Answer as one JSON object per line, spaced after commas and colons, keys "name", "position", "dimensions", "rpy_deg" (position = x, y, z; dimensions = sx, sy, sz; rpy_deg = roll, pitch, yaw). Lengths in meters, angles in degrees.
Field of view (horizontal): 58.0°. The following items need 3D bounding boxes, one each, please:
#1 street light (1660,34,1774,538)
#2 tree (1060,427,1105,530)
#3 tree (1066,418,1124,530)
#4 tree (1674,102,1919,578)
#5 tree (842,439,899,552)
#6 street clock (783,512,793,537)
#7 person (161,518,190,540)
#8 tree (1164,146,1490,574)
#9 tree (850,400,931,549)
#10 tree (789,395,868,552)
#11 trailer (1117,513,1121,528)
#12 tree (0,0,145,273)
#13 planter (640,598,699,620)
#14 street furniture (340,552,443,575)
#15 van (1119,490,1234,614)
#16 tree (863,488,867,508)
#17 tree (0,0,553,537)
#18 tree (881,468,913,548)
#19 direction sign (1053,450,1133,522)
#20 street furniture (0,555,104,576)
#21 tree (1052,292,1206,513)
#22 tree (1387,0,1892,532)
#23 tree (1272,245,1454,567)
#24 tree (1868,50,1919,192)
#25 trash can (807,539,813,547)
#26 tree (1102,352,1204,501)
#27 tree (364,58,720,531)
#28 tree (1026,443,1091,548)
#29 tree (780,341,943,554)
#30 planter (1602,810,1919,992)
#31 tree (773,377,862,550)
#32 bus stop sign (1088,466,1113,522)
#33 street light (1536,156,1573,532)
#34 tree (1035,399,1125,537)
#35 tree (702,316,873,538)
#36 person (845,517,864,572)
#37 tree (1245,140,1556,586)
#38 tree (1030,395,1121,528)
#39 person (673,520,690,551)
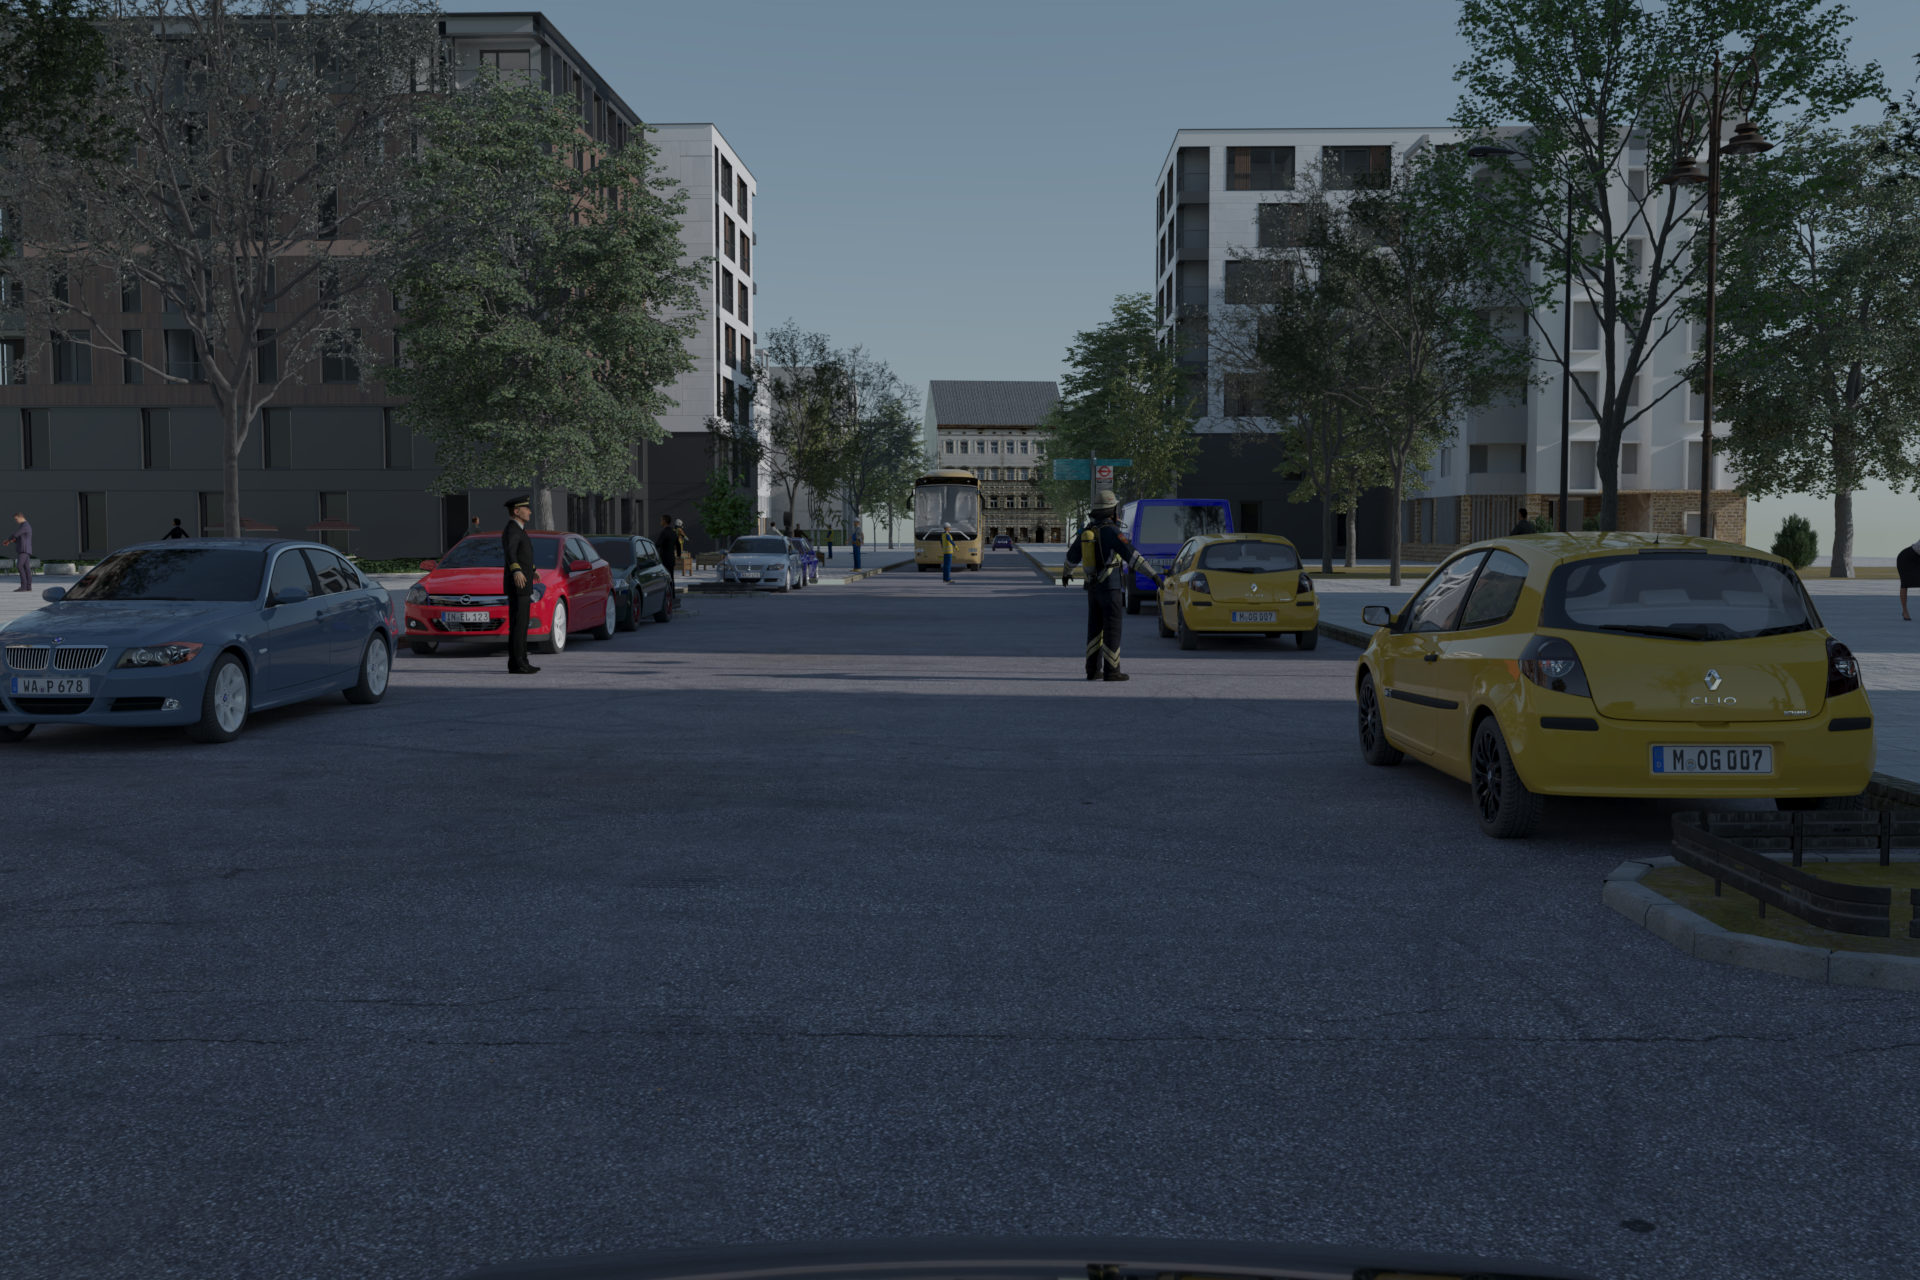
{"name": "street light", "position": [7.224, -2.686, 16.701], "dimensions": [0.468, 5.910, 1.993], "rpy_deg": [0, 4, 1]}
{"name": "tree", "position": [8.975, -10.319, 119.074], "dimensions": [4.737, 8.622, 4.395], "rpy_deg": [0, 3, 0]}
{"name": "tree", "position": [8.432, -9.591, 107.174], "dimensions": [4.737, 8.622, 4.395], "rpy_deg": [0, 3, 0]}
{"name": "tree", "position": [26.011, -8.821, 50.877], "dimensions": [9.857, 13.997, 8.962], "rpy_deg": [0, 3, 0]}
{"name": "tree", "position": [-6.243, -10.635, 124.239], "dimensions": [4.737, 8.622, 4.395], "rpy_deg": [0, 3, 0]}
{"name": "street clock", "position": [-5.558, -3.138, 55.884], "dimensions": [0.358, 2.002, 0.471], "rpy_deg": [0, 4, 2]}
{"name": "person", "position": [-22.754, -2.659, 50.193], "dimensions": [0.721, 1.740, 1.216], "rpy_deg": [1, 4, 22]}
{"name": "tree", "position": [11.836, -8.906, 55.978], "dimensions": [12.009, 13.543, 11.850], "rpy_deg": [0, 3, 0]}
{"name": "tree", "position": [-6.017, -13.928, 145.857], "dimensions": [7.486, 12.596, 7.792], "rpy_deg": [0, 3, 0]}
{"name": "tree", "position": [-7.059, -8.398, 87.676], "dimensions": [4.737, 8.622, 4.395], "rpy_deg": [0, 3, 0]}
{"name": "trailer", "position": [4.376, -2.612, 49.759], "dimensions": [1.471, 1.999, 3.904], "rpy_deg": [0, 4, 2]}
{"name": "tree", "position": [-11.783, -4.976, 15.773], "dimensions": [8.767, 10.594, 7.601], "rpy_deg": [-1, 4, -13]}
{"name": "planter", "position": [-5.593, -0.542, 29.995], "dimensions": [1.991, 0.319, 1.994], "rpy_deg": [0, 4, 1]}
{"name": "street furniture", "position": [-18.116, -2.624, 58.526], "dimensions": [5.734, 0.657, 10.072], "rpy_deg": [-2, 4, -32]}
{"name": "van", "position": [3.930, -1.720, 32.501], "dimensions": [2.240, 2.365, 5.245], "rpy_deg": [0, 4, 1]}
{"name": "tree", "position": [-15.715, -19.713, 240.428], "dimensions": [7.486, 12.596, 7.792], "rpy_deg": [0, 3, 0]}
{"name": "tree", "position": [-11.930, -7.202, 28.123], "dimensions": [12.009, 13.543, 11.850], "rpy_deg": [0, 3, 0]}
{"name": "tree", "position": [-5.452, -12.460, 154.089], "dimensions": [4.360, 8.622, 3.978], "rpy_deg": [0, 3, 0]}
{"name": "direction sign", "position": [4.222, -4.023, 54.532], "dimensions": [2.525, 3.948, 1.411], "rpy_deg": [0, 3, 0]}
{"name": "street furniture", "position": [-28.748, -2.521, 56.838], "dimensions": [5.734, 0.657, 10.072], "rpy_deg": [3, 4, 35]}
{"name": "tree", "position": [7.887, -9.995, 81.552], "dimensions": [7.486, 12.596, 7.792], "rpy_deg": [0, 3, 0]}
{"name": "tree", "position": [10.405, -6.216, 27.385], "dimensions": [9.928, 11.665, 9.643], "rpy_deg": [0, 3, 0]}
{"name": "tree", "position": [15.527, -9.104, 66.971], "dimensions": [7.486, 12.596, 7.792], "rpy_deg": [0, 3, 0]}
{"name": "tree", "position": [9.429, -4.662, 10.641], "dimensions": [8.767, 10.594, 7.601], "rpy_deg": [-1, 4, -14]}
{"name": "trash can", "position": [-4.931, -2.592, 54.031], "dimensions": [0.748, 1.137, 0.748], "rpy_deg": [0, 3, 0]}
{"name": "tree", "position": [7.684, -7.379, 71.010], "dimensions": [4.737, 8.622, 4.395], "rpy_deg": [0, 3, 0]}
{"name": "tree", "position": [-11.373, -8.577, 46.897], "dimensions": [9.857, 13.997, 8.962], "rpy_deg": [0, 3, 0]}
{"name": "tree", "position": [9.597, -13.454, 154.385], "dimensions": [8.767, 10.594, 7.601], "rpy_deg": [1, 4, 22]}
{"name": "tree", "position": [-6.680, -12.297, 111.428], "dimensions": [12.009, 13.543, 11.850], "rpy_deg": [0, 3, 0]}
{"name": "planter", "position": [3.484, 0.906, 6.327], "dimensions": [1.991, 0.319, 1.994], "rpy_deg": [0, 4, 1]}
{"name": "tree", "position": [-6.752, -8.034, 81.723], "dimensions": [4.737, 8.622, 4.395], "rpy_deg": [0, 3, 0]}
{"name": "bus stop sign", "position": [4.936, -4.416, 60.911], "dimensions": [0.855, 3.939, 0.416], "rpy_deg": [0, 4, 1]}
{"name": "street light", "position": [7.846, -2.955, 20.859], "dimensions": [1.470, 5.913, 1.316], "rpy_deg": [0, 4, 1]}
{"name": "tree", "position": [10.035, -13.805, 143.845], "dimensions": [7.486, 12.596, 7.792], "rpy_deg": [0, 3, 0]}
{"name": "tree", "position": [-7.512, -8.613, 75.233], "dimensions": [8.767, 10.594, 7.601], "rpy_deg": [1, 4, 15]}
{"name": "person", "position": [-3.549, -3.257, 59.105], "dimensions": [0.705, 1.847, 1.347], "rpy_deg": [-2, 4, -30]}
{"name": "tree", "position": [10.471, -6.590, 42.155], "dimensions": [7.601, 10.594, 8.767], "rpy_deg": [-3, 5, -44]}
{"name": "tree", "position": [9.044, -12.443, 129.191], "dimensions": [9.928, 11.665, 9.643], "rpy_deg": [0, 3, 0]}
{"name": "person", "position": [-11.147, -3.852, 68.747], "dimensions": [0.705, 1.858, 1.354], "rpy_deg": [-3, 5, -41]}
